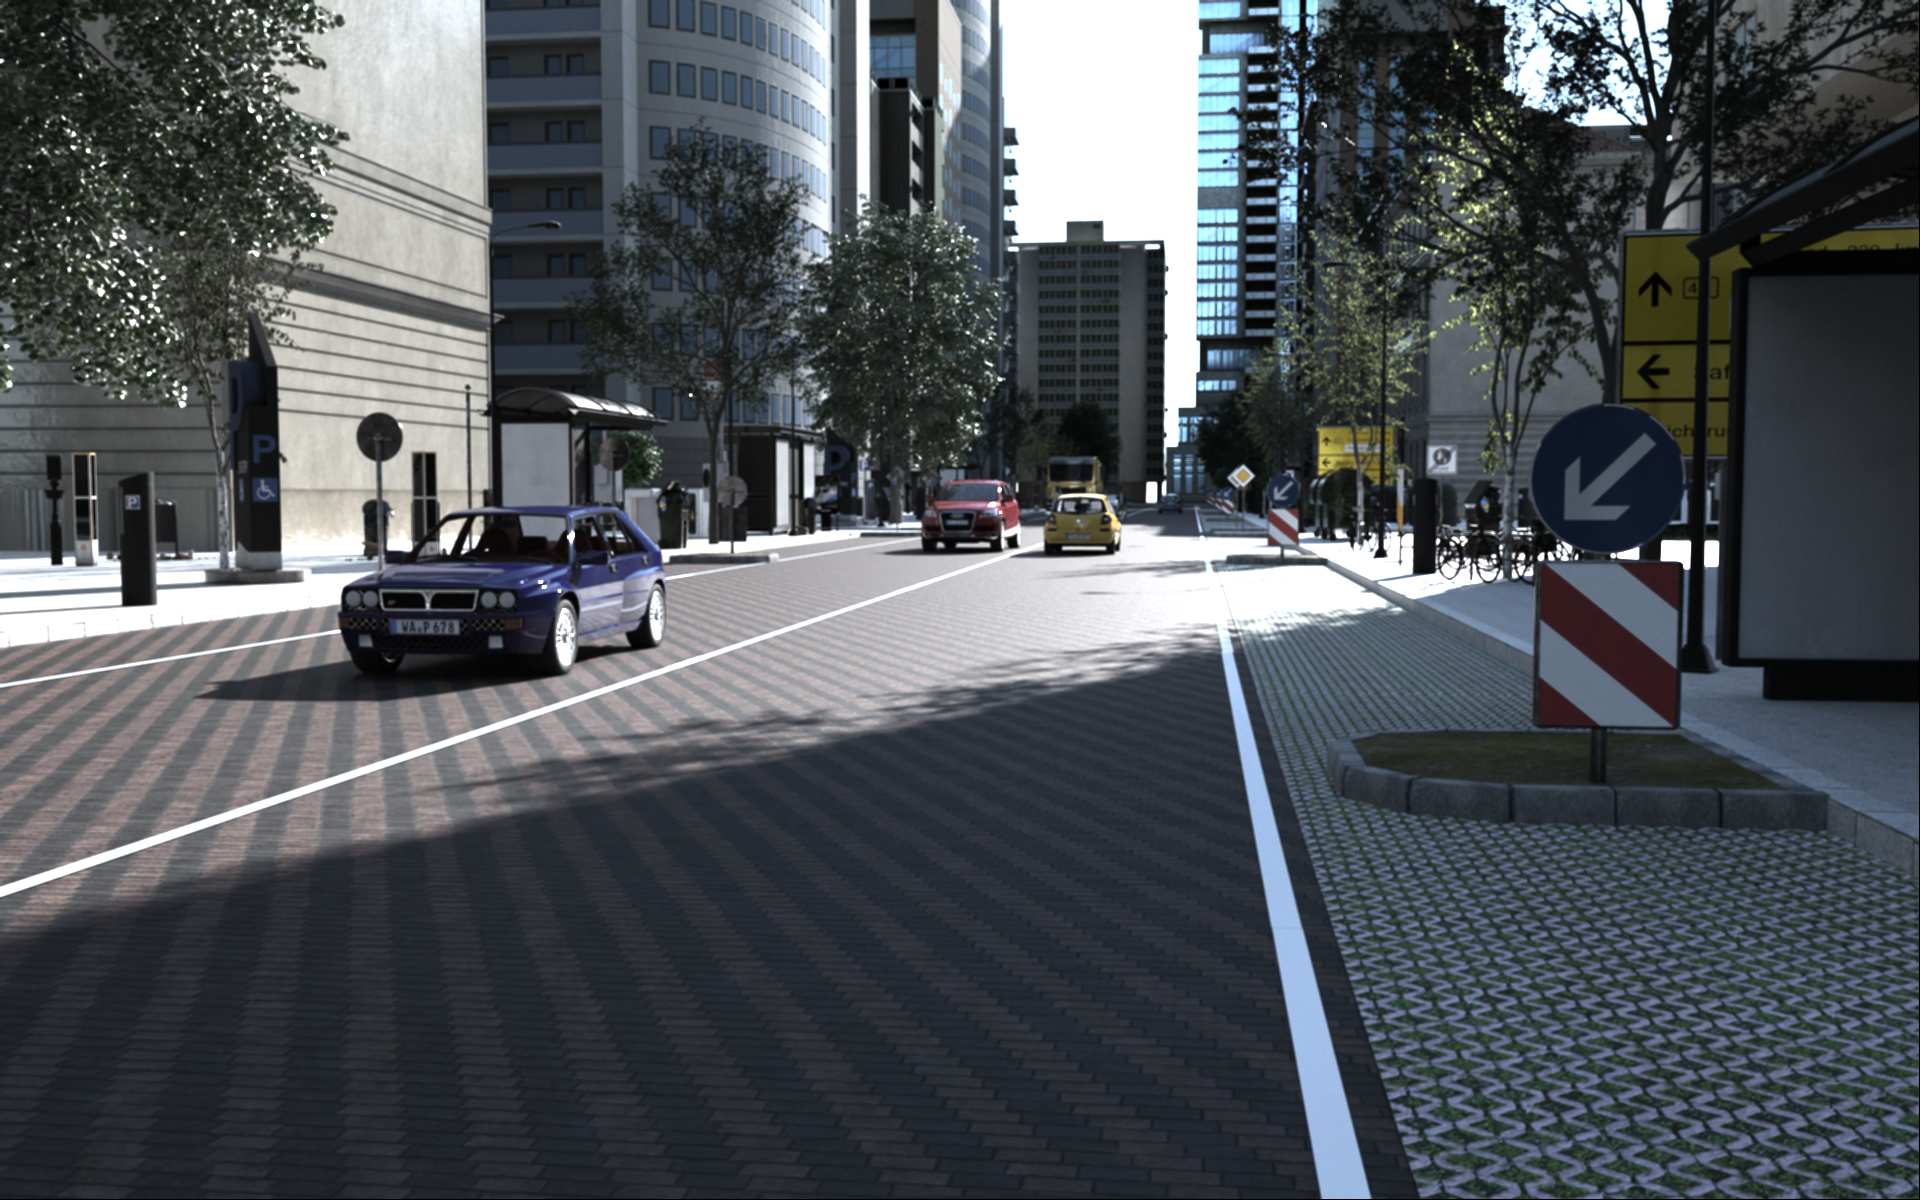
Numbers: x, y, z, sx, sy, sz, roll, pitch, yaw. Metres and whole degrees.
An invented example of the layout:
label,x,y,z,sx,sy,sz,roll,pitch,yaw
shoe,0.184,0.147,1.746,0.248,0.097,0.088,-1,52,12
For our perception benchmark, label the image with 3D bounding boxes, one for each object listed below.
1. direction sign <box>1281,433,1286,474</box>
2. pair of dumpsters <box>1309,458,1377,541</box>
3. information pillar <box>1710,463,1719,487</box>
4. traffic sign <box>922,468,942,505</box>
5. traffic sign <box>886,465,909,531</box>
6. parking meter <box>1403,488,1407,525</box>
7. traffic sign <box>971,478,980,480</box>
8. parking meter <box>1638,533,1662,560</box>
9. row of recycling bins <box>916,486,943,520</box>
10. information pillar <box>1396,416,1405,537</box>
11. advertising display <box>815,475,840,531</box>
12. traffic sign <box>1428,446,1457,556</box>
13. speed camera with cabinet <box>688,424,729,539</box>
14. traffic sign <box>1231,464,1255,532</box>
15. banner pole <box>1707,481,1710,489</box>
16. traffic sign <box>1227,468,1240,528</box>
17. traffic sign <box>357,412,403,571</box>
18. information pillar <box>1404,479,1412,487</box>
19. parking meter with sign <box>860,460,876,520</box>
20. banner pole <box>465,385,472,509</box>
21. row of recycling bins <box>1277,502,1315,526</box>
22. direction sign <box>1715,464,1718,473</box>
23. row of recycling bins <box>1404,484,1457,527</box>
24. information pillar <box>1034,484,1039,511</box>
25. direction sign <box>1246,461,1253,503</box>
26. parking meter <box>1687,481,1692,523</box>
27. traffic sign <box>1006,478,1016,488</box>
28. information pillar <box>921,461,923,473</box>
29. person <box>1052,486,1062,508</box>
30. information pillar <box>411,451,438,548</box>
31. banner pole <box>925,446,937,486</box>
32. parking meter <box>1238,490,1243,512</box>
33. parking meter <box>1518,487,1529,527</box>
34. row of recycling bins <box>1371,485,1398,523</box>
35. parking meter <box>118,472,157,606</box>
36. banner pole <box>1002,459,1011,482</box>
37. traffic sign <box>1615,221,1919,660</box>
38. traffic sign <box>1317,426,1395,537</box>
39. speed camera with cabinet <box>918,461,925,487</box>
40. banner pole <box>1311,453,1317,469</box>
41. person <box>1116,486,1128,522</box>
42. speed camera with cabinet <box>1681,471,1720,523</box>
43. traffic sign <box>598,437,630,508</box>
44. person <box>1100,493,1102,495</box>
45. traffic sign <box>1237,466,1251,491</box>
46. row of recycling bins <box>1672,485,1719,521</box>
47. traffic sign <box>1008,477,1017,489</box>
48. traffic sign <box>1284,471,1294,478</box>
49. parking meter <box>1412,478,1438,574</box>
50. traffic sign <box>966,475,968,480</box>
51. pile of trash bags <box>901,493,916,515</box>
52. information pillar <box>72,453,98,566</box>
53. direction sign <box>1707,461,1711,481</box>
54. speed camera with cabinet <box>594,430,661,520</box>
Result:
label,x,y,z,sx,sy,sz,roll,pitch,yaw
direction sign,12.153,-4.473,65.127,0.379,3.537,0.876,0,4,1
pair of dumpsters,10.861,-2.860,49.247,1.574,2.255,4.437,0,4,8
information pillar,55.724,-8.377,128.310,0.504,3.616,0.183,0,4,7
traffic sign,-1.082,-3.891,67.256,0.795,2.450,0.064,0,4,8
traffic sign,-2.145,-3.407,59.342,0.795,2.450,0.064,0,4,8
parking meter,18.578,-3.933,72.708,0.372,1.533,0.369,0,3,0
traffic sign,1.037,-6.812,113.500,0.606,2.300,0.079,0,4,8
parking meter,13.143,-1.664,32.914,0.399,1.863,0.255,-1,4,-15
row of recycling bins,-1.169,-4.877,86.854,1.069,1.692,3.534,2,4,24
information pillar,13.308,-3.728,52.305,0.183,3.616,0.504,0,4,1
advertising display,-4.613,-3.336,59.764,0.974,1.923,0.123,1,4,22
traffic sign,10.018,-2.074,36.046,0.606,2.300,0.079,1,4,15
speed camera with cabinet,-7.201,-3.368,49.406,0.660,3.252,2.038,-2,4,-28
traffic sign,9.442,-3.311,57.770,0.795,2.450,0.064,0,4,8
banner pole,53.494,-8.195,124.006,0.863,3.779,0.401,-2,4,-28
traffic sign,10.505,-3.795,65.685,0.795,2.450,0.064,0,4,8
traffic sign,-9.067,-1.648,27.051,0.768,2.556,0.104,1,4,9
information pillar,22.376,-5.026,86.659,0.304,2.012,0.304,-3,4,-38
parking meter with sign,-4.619,-5.595,87.738,0.543,3.016,1.738,-1,4,-16
banner pole,-11.192,-3.023,39.444,0.401,3.779,0.863,-1,4,-12
row of recycling bins,13.795,-3.816,69.499,1.069,1.692,3.534,3,5,42
direction sign,57.639,-8.548,131.762,0.379,3.537,0.876,0,4,-4
row of recycling bins,18.998,-3.829,69.714,1.069,1.692,3.534,0,4,-6
information pillar,5.804,-7.754,131.267,0.304,2.012,0.304,3,5,40
direction sign,19.999,-7.815,119.774,0.379,3.537,0.876,3,5,40
parking meter,27.872,-3.678,65.841,0.399,1.863,0.255,0,4,8
traffic sign,3.536,-7.302,120.570,0.795,2.450,0.064,1,4,10
information pillar,-2.019,-6.585,99.021,0.504,3.616,0.183,3,5,42
person,4.194,-4.077,75.422,0.793,1.790,0.793,3,5,41
information pillar,-9.254,-1.558,29.963,0.304,2.012,0.304,2,4,28
banner pole,-1.444,-6.086,89.530,0.863,3.779,0.401,-1,4,-10
parking meter,19.614,-6.890,121.067,0.372,1.533,0.369,0,3,0
parking meter,21.713,-3.569,66.770,0.372,1.533,0.369,0,3,0
row of recycling bins,19.348,-4.355,78.322,1.069,1.692,3.534,-1,4,-21
parking meter,-9.475,-0.706,19.960,0.372,1.533,0.369,0,3,0
banner pole,3.387,-8.218,124.384,0.863,3.779,0.401,-3,4,-36
traffic sign,6.202,-1.185,13.255,2.265,3.308,0.079,1,4,12
traffic sign,11.825,-3.542,51.786,2.265,3.308,0.079,1,4,11
speed camera with cabinet,-1.189,-5.940,91.457,2.038,3.252,0.660,1,4,12
banner pole,21.815,-7.120,106.426,0.863,3.779,0.401,3,5,40
person,8.377,-4.937,89.199,0.794,1.824,0.713,3,5,45
speed camera with cabinet,30.295,-4.629,70.014,2.038,3.252,0.660,0,4,-4
traffic sign,-7.667,-2.339,38.350,0.768,2.556,0.104,1,4,16
person,17.847,-13.015,221.819,0.617,1.759,0.750,3,4,37
traffic sign,20.895,-7.921,123.378,2.265,3.308,0.079,1,4,16
row of recycling bins,35.804,-4.663,83.350,3.534,1.692,1.069,1,4,15
traffic sign,3.773,-7.716,126.257,0.768,2.556,0.104,1,4,13
traffic sign,13.995,-4.409,74.212,0.606,2.300,0.079,1,4,12
parking meter,7.477,-1.189,27.854,0.372,1.533,0.369,0,3,0
traffic sign,0.048,-6.022,98.568,0.768,2.556,0.104,1,4,15
pile of trash bags,-2.517,-5.914,106.453,3.447,1.369,1.912,2,4,23
information pillar,-15.588,-1.613,30.865,0.304,2.012,0.304,-1,4,-9
direction sign,43.983,-6.757,102.477,0.379,3.537,0.876,-3,4,-36
speed camera with cabinet,-10.043,-3.550,52.372,2.038,3.252,0.660,1,4,21
